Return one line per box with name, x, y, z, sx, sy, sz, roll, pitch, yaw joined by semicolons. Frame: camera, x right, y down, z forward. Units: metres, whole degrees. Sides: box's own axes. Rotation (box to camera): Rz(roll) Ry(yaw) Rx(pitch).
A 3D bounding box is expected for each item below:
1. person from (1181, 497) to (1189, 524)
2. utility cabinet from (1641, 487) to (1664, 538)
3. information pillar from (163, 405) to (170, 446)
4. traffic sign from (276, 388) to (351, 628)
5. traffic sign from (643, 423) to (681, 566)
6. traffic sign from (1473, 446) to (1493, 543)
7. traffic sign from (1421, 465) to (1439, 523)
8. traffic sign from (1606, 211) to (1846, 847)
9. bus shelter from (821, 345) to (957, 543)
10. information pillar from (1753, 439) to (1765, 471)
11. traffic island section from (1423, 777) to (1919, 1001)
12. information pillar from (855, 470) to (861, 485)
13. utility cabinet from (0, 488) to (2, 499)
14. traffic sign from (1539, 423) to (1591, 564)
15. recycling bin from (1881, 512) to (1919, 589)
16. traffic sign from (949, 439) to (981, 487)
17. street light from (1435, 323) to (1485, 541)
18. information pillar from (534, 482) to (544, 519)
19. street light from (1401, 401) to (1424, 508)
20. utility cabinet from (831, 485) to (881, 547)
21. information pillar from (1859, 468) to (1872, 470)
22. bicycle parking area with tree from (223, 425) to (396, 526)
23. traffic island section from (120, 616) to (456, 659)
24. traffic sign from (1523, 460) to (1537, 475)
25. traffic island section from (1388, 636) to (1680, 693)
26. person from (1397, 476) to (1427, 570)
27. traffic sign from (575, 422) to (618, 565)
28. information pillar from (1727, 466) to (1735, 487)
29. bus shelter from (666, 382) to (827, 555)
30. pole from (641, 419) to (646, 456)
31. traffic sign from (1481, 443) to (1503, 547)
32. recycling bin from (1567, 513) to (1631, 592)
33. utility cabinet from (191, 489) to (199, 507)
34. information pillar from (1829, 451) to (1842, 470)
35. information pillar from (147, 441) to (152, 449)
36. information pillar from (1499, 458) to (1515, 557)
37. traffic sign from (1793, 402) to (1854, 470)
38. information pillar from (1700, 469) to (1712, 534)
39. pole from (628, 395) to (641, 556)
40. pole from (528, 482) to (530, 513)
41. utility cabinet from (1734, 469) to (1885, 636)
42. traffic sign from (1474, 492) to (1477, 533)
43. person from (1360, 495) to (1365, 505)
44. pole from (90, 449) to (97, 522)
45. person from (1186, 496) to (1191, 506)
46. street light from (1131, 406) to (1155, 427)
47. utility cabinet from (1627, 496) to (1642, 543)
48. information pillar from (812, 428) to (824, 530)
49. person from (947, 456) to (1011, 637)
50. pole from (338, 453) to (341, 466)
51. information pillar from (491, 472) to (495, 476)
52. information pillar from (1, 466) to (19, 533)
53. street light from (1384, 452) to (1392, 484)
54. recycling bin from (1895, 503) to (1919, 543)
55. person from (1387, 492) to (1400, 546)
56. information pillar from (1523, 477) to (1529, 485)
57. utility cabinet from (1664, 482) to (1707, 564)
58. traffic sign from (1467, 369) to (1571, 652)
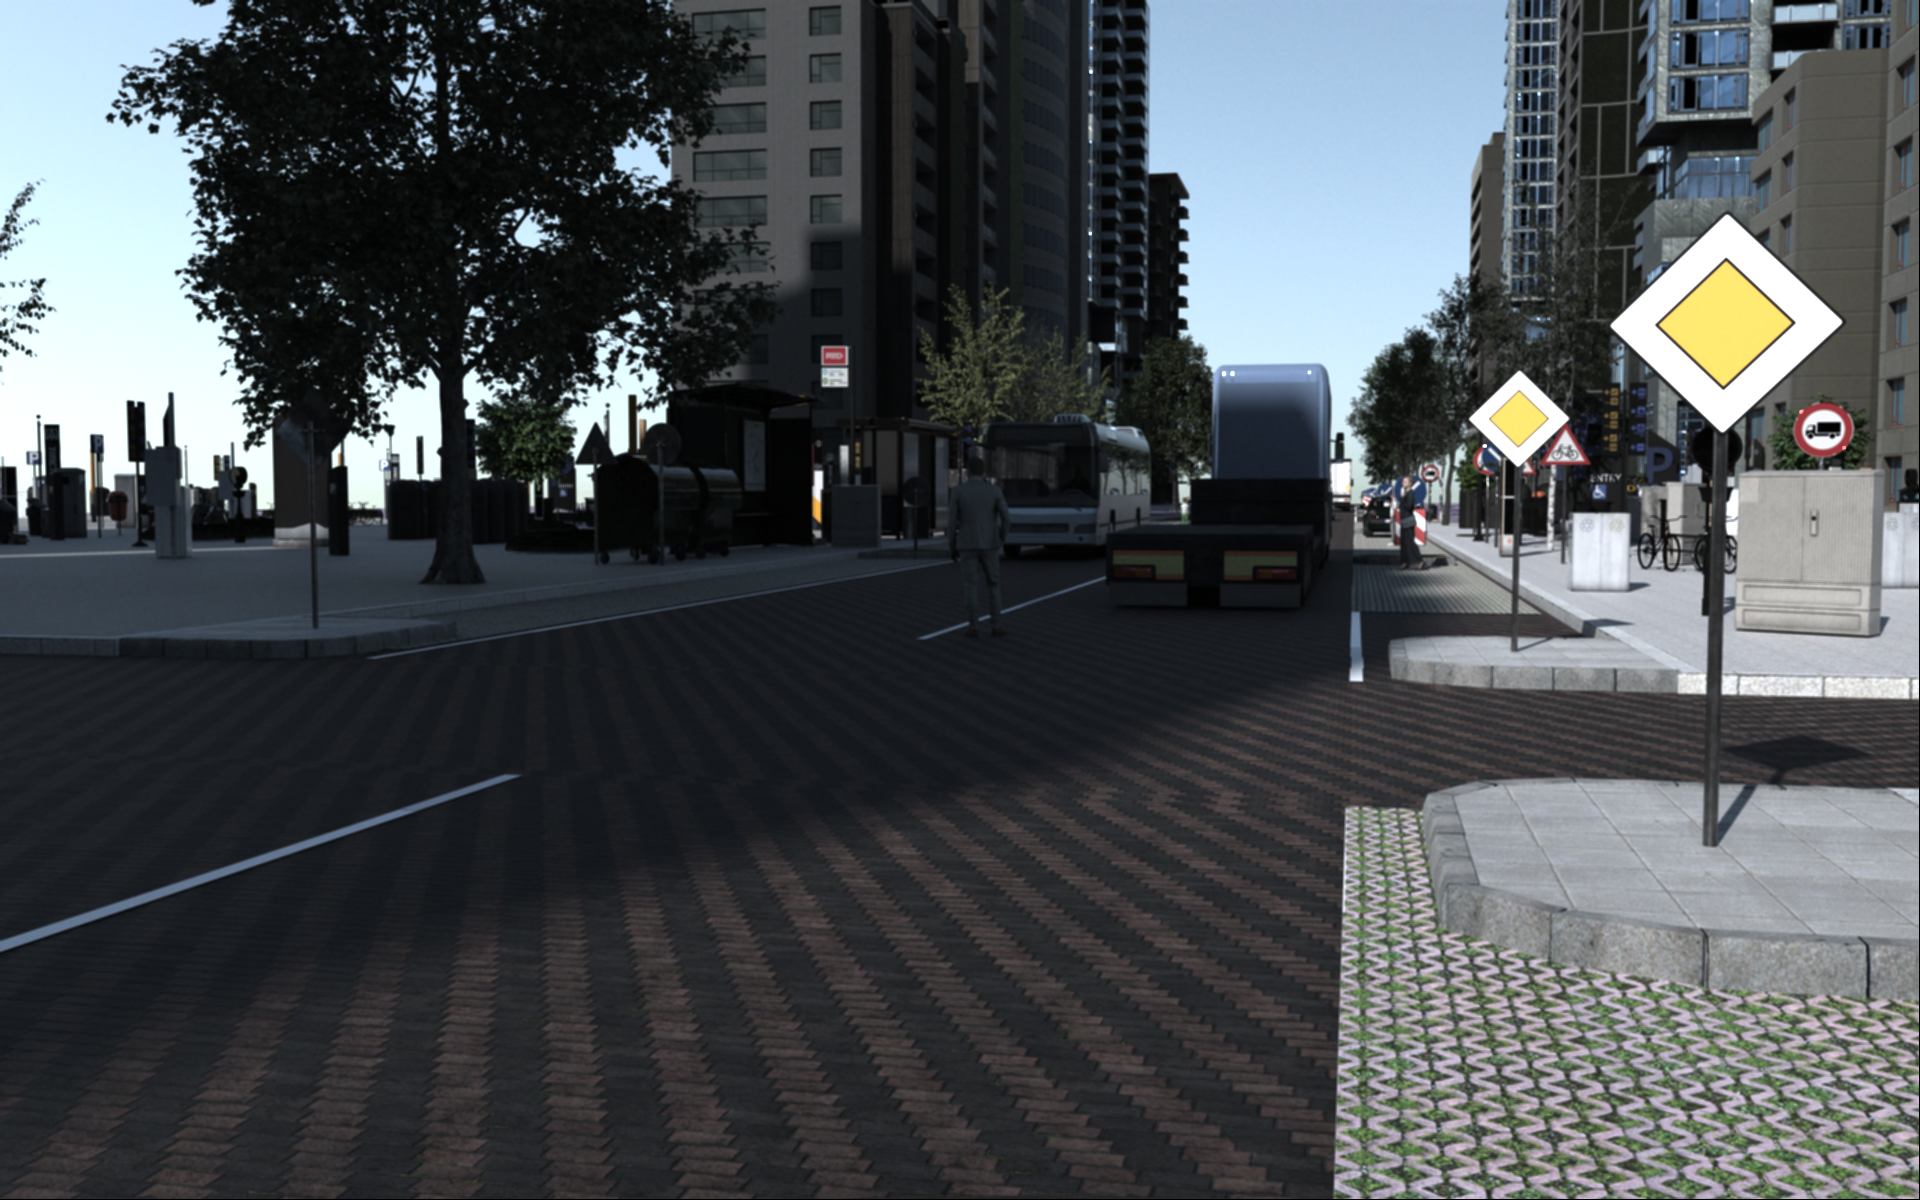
person;8.760;-3.347;67.471;0.306;1.304;0.590;0;4;6
utility cabinet;20.474;-2.552;50.397;1.173;1.500;0.318;0;4;5
information pillar;-20.500;-3.276;44.910;0.183;3.616;0.504;0;4;-6
traffic sign;-6.156;-0.786;16.487;0.795;2.450;0.064;1;4;13
traffic sign;-5.348;-1.890;31.001;0.768;2.556;0.104;1;4;21
traffic sign;13.800;-2.763;45.280;0.768;2.556;0.104;1;4;19
traffic sign;20.661;-4.651;76.148;0.768;2.556;0.104;1;4;15
traffic sign;2.733;-0.160;6.254;0.795;2.450;0.064;1;4;13
bus shelter;-2.109;-4.377;49.200;2.179;5.291;8.768;1;4;13
information pillar;33.618;-4.992;72.973;0.183;3.616;0.504;-2;4;-26
traffic island section;2.757;0.976;6.326;2.009;0.180;2.903;1;4;13
information pillar;-4.311;-5.048;73.884;0.504;3.616;0.183;1;4;11
utility cabinet;-34.887;-3.307;62.750;0.318;1.500;1.173;3;5;43
traffic sign;11.075;-1.941;31.738;0.884;2.594;0.081;1;4;21
recycling bin;12.751;-0.690;23.830;0.722;1.027;0.722;0;4;-6
traffic sign;0.576;-4.292;64.039;2.265;3.308;0.079;1;4;17
street light;13.617;-4.563;47.140;1.470;5.913;1.316;1;4;13
information pillar;-14.994;-3.497;61.675;0.304;2.012;0.304;-1;4;-16
street light;22.476;-6.947;86.126;1.470;5.913;1.316;1;4;13
utility cabinet;-2.502;-2.021;41.729;1.173;1.500;0.318;1;4;15
information pillar;25.837;-2.750;49.455;0.304;2.012;0.304;2;4;32
bicycle parking area with tree;-25.909;-5.267;73.112;9.016;4.147;8.231;-3;5;-45
traffic island section;-6.180;0.350;16.554;2.009;0.180;2.903;1;4;13
traffic sign;15.293;-2.896;47.358;0.884;2.594;0.081;1;4;13
traffic island section;4.535;0.500;14.111;2.009;0.180;2.903;1;4;13
person;8.413;-1.433;32.352;0.534;1.772;0.576;-1;4;-10
traffic sign;-6.578;-1.914;31.293;0.884;2.594;0.081;1;4;19
information pillar;36.906;-5.599;82.903;0.183;3.616;0.504;0;4;-4
bus shelter;-4.773;-2.958;39.644;1.731;3.624;6.357;1;4;13
pole;-8.665;-3.276;47.402;0.158;3.312;0.155;0;3;0
traffic sign;12.902;-2.538;41.600;0.768;2.556;0.104;1;4;20
recycling bin;8.500;-0.642;23.055;0.722;1.027;0.722;1;4;15
utility cabinet;-36.776;-4.516;82.522;1.173;1.500;0.318;2;4;28
information pillar;26.722;-3.763;52.872;0.504;3.616;0.183;-2;4;-28
information pillar;-35.527;-5.178;76.012;0.183;3.616;0.504;-3;5;-40
information pillar;11.171;-1.882;35.255;0.304;2.012;0.304;0;4;7
traffic sign;11.935;-1.463;24.019;0.768;2.556;0.104;1;4;13
information pillar;16.199;-2.013;37.400;0.304;2.012;0.304;-2;4;-26
pole;-6.724;-2.558;35.661;0.158;3.312;0.155;0;3;0
pole;-23.069;-6.029;92.419;0.158;3.312;0.155;0;3;0
utility cabinet;7.767;-0.440;15.869;0.318;1.500;1.173;-3;5;-44
traffic sign;17.022;-3.494;57.123;0.884;2.594;0.081;1;4;18
person;50.459;-12.672;216.422;1.217;1.736;0.721;-1;4;-23
pole;-39.595;-5.215;79.110;0.158;3.312;0.155;0;3;0
person;5.615;-1.995;41.298;0.466;1.800;0.511;0;4;0
street light;9.637;-7.302;91.934;1.470;5.913;1.316;1;4;13
utility cabinet;17.440;-2.116;45.766;1.020;1.237;0.306;1;4;12
information pillar;-5.061;-4.283;61.375;0.504;3.616;0.183;1;4;10
person;0.192;-0.544;17.488;0.635;1.810;0.391;-1;4;-10
pole;-30.921;-5.669;86.524;0.158;3.312;0.155;0;3;0
information pillar;-25.777;-6.415;96.237;0.504;3.616;0.183;-1;4;-20
information pillar;-25.298;-2.545;46.105;0.304;2.012;0.304;3;5;43
street light;30.817;-9.169;122.448;1.470;5.913;1.316;1;4;13
recycling bin;26.532;-2.165;47.954;0.722;1.027;0.722;0;4;-6
person;12.053;-2.261;48.059;0.523;1.515;0.503;0;4;-7
information pillar;24.575;-4.344;75.518;0.304;2.012;0.304;2;4;35
utility cabinet;13.241;-1.399;31.551;0.318;1.500;1.173;3;5;42
traffic sign;4.510;-0.636;14.039;0.795;2.450;0.064;1;4;13
